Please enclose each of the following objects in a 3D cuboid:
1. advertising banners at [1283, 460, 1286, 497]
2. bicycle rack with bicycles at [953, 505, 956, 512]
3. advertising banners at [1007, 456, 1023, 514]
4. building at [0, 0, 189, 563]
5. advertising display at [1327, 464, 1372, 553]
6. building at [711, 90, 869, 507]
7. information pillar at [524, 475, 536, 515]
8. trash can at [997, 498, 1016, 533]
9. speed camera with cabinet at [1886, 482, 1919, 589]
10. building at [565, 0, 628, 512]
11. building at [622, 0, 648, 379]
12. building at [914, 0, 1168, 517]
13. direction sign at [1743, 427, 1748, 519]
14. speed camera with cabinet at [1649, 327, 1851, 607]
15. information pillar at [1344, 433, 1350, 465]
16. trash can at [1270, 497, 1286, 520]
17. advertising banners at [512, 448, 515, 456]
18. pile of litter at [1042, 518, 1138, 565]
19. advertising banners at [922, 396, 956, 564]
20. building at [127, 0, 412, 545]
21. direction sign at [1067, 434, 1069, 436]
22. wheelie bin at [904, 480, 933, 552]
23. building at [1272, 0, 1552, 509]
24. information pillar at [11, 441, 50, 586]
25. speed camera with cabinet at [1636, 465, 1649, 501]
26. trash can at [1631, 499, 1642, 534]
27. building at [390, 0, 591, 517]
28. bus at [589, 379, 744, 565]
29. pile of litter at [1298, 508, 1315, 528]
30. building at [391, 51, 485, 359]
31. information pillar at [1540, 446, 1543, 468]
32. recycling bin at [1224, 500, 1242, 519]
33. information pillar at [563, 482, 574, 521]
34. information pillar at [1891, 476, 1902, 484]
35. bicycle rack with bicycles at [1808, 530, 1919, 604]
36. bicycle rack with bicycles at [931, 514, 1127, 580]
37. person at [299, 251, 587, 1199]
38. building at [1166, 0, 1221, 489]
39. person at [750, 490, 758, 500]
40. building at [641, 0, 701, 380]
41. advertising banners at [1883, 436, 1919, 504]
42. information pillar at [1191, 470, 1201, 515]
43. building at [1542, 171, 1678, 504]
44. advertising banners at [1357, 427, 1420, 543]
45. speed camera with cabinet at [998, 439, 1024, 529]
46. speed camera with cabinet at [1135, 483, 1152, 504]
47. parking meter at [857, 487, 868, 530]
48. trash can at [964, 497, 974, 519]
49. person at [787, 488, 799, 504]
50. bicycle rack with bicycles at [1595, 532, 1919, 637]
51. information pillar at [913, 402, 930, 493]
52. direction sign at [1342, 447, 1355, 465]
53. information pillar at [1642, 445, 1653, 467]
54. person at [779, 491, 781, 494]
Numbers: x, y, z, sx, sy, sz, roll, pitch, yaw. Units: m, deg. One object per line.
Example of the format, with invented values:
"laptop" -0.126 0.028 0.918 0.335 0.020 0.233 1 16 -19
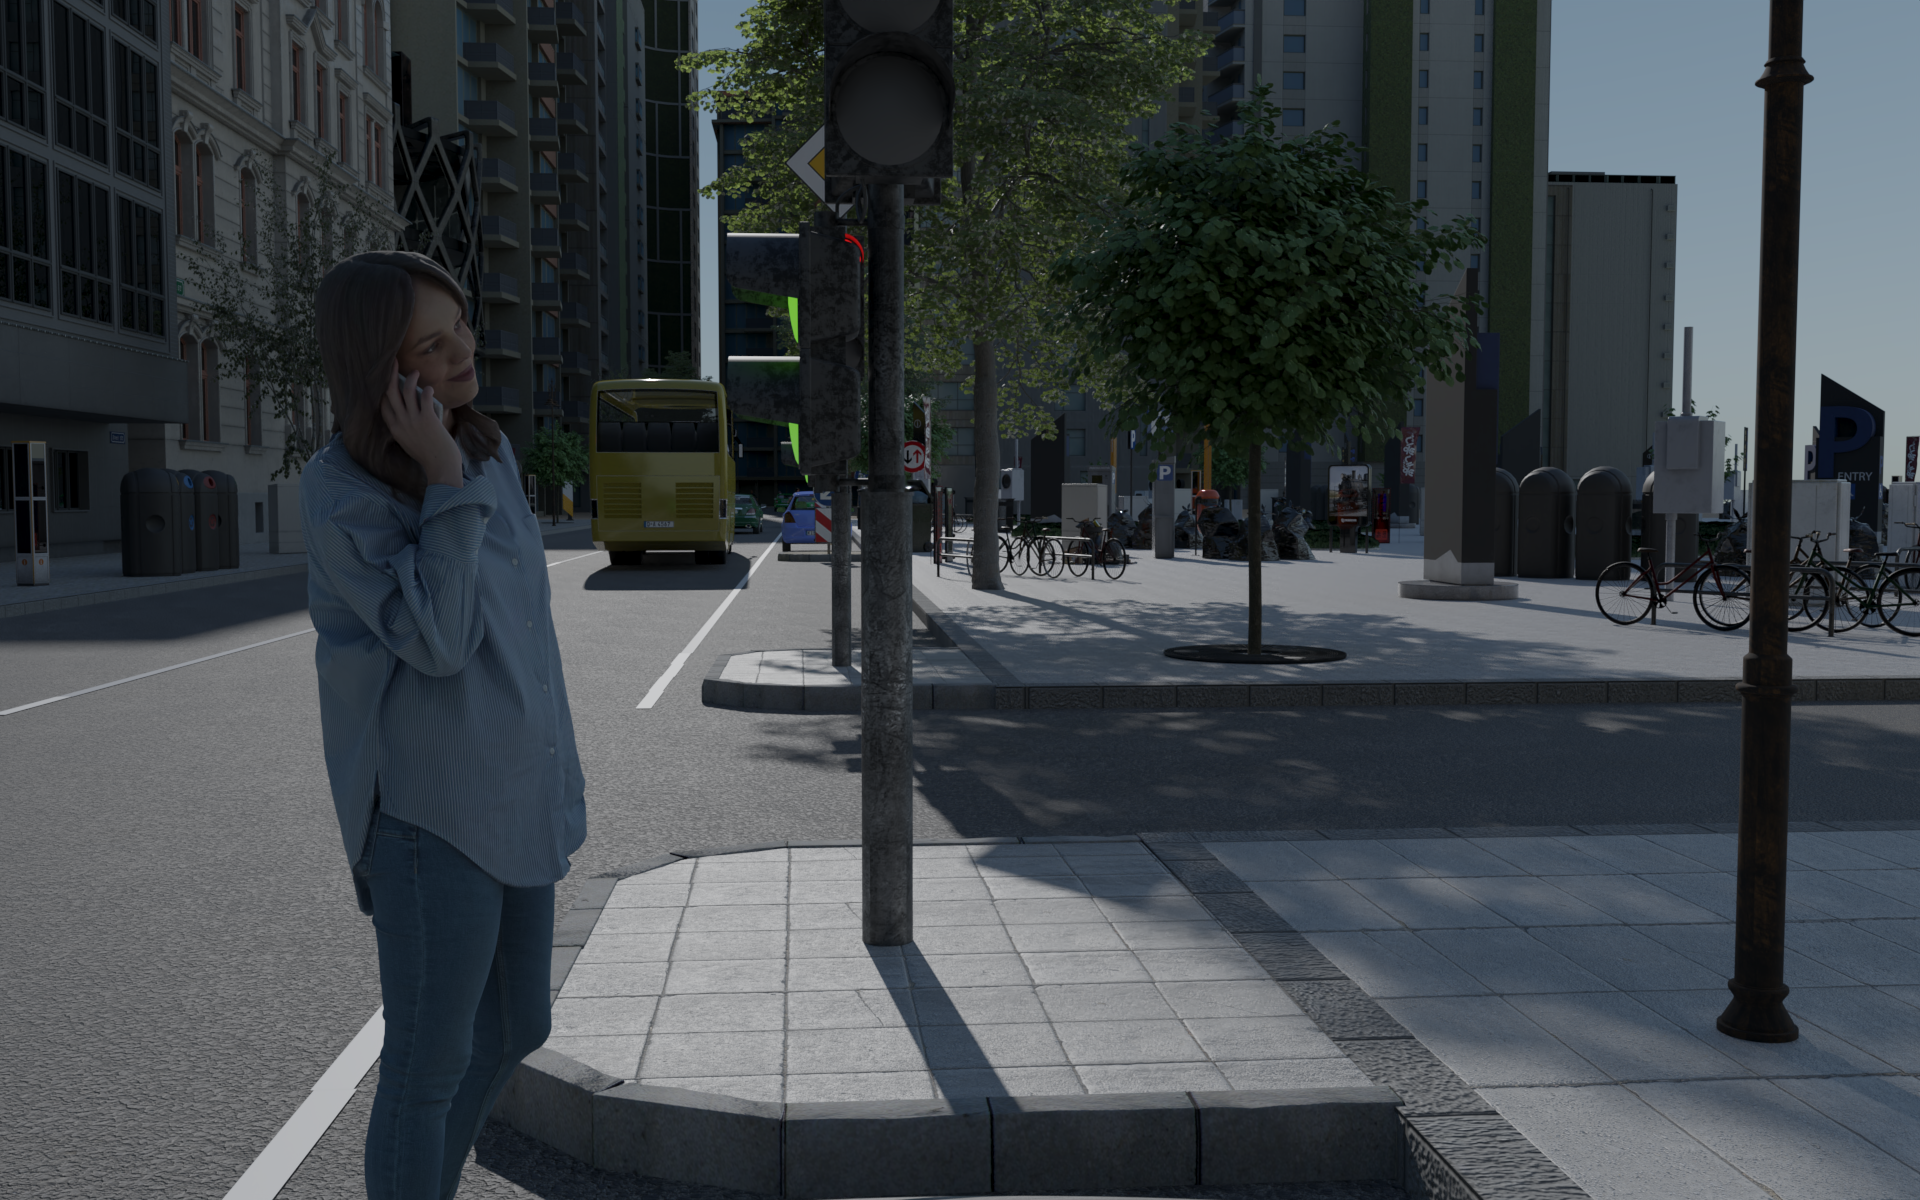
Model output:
"advertising banners" 15.104 -5.166 80.646 0.090 3.025 2.074 1 4 13
"bicycle rack with bicycles" -0.854 -2.675 57.112 2.925 0.926 2.852 -1 4 -21
"advertising banners" 2.131 -5.185 80.955 2.074 3.025 0.090 3 5 43
"building" -22.693 -14.157 24.975 14.314 27.812 24.014 0 4 -5
"advertising display" 8.465 -1.986 37.679 0.974 1.923 0.123 3 4 39
"building" -12.933 -32.375 183.956 28.867 44.769 22.147 0 4 -5
"information pillar" -16.528 -3.800 66.623 0.304 2.012 0.304 3 5 44
"trash can" 1.469 -2.797 57.384 0.748 1.137 0.748 0 3 0
"speed camera with cabinet" 13.749 -1.785 23.517 2.038 3.252 0.660 0 4 -6
"building" -31.304 -26.808 121.901 14.154 41.232 14.086 0 4 -5
"building" -38.139 -31.977 146.530 21.600 48.544 21.300 0 4 -5
"building" 4.178 -25.655 103.051 14.154 41.232 14.086 0 4 -5
"direction sign" 26.598 -4.079 58.697 0.379 3.537 0.876 2 4 31
"speed camera with cabinet" 9.269 -1.588 20.293 2.038 3.252 0.660 3 4 37
"information pillar" 14.249 -4.433 63.832 0.183 3.616 0.504 0 4 -6
"trash can" 14.452 -4.092 78.550 0.748 1.137 0.748 0 3 0
"advertising banners" -17.769 -4.239 65.493 2.074 3.025 0.090 1 4 9
"pile of litter" 2.370 -1.093 31.831 1.719 0.858 1.176 1 4 19
"advertising banners" -0.398 -2.188 31.958 0.090 3.025 2.074 1 4 15
"building" -24.853 -15.976 48.595 14.401 28.519 23.554 0 4 -5
"direction sign" 3.878 -4.441 64.613 0.379 3.537 0.876 2 4 29
"wheelie bin" -0.983 -1.853 38.206 0.693 1.594 0.980 -2 4 -32
"building" 34.761 -37.372 153.026 28.212 58.520 21.231 0 4 -5
"information pillar" -12.958 -1.203 24.156 0.304 2.012 0.304 1 4 14
"speed camera with cabinet" 22.915 -3.767 55.929 2.038 3.252 0.660 -1 4 -9
"trash can" 17.811 -2.087 45.781 0.748 1.137 0.748 0 3 0
"building" -33.666 -27.245 100.081 22.147 44.769 28.867 0 4 -5
"bus" -6.265 -2.842 38.018 2.896 3.916 12.252 0 4 -7
"pile of litter" 10.877 -2.414 53.436 1.176 0.858 1.719 0 4 4
"building" -27.967 -12.336 69.153 16.820 18.784 16.811 0 4 -5
"information pillar" 28.517 -5.729 85.031 0.183 3.616 0.504 1 4 14
"recycling bin" 12.408 -4.042 78.644 0.722 1.027 0.722 0 4 1
"information pillar" -18.915 -5.638 83.533 0.504 3.616 0.183 -2 4 -29
"information pillar" 37.241 -3.939 68.892 0.304 2.012 0.304 -3 4 -39
"bicycle rack with bicycles" 12.709 -0.492 21.432 2.925 0.926 2.852 -3 4 -36
"bicycle rack with bicycles" 0.884 -0.805 26.552 2.852 0.926 2.925 -1 4 -23
"person" -0.845 0.365 2.795 0.793 1.790 0.793 -1 4 -23
"building" 6.062 -28.746 124.615 22.147 44.769 28.867 0 4 -5
"person" -19.254 -9.276 160.190 1.348 1.821 0.705 2 4 24
"building" -38.172 -45.412 180.734 20.611 71.187 20.563 0 4 -5
"advertising banners" 28.467 -3.470 52.922 0.090 3.025 2.074 -1 4 -14
"information pillar" 7.276 -2.993 53.431 0.304 2.012 0.304 0 4 7
"building" 55.565 -23.686 158.966 14.107 30.474 14.160 0 4 -5
"advertising banners" 10.905 -2.981 44.921 2.074 3.025 0.090 0 4 -4
"speed camera with cabinet" 1.483 -4.186 62.777 0.660 3.252 2.038 -2 4 -35
"speed camera with cabinet" 9.518 -5.670 87.034 0.660 3.252 2.038 -2 4 -24
"parking meter" -3.518 -3.311 62.550 0.372 1.533 0.369 0 3 0
"trash can" 0.543 -4.229 80.790 0.748 1.137 0.748 0 3 0
"person" -8.384 -4.929 89.766 1.217 1.739 0.721 -1 4 -22
"bicycle rack with bicycles" 8.017 -0.194 16.559 2.852 0.926 2.925 -2 4 -34
"information pillar" -0.979 -3.208 43.798 0.504 3.616 0.183 2 4 33
"direction sign" 18.679 -5.589 83.377 0.876 3.537 0.379 -2 4 -33
"information pillar" 32.508 -5.536 81.872 0.504 3.616 0.183 3 4 38
"person" -16.813 -9.334 162.053 0.756 1.711 0.436 -2 4 -28
